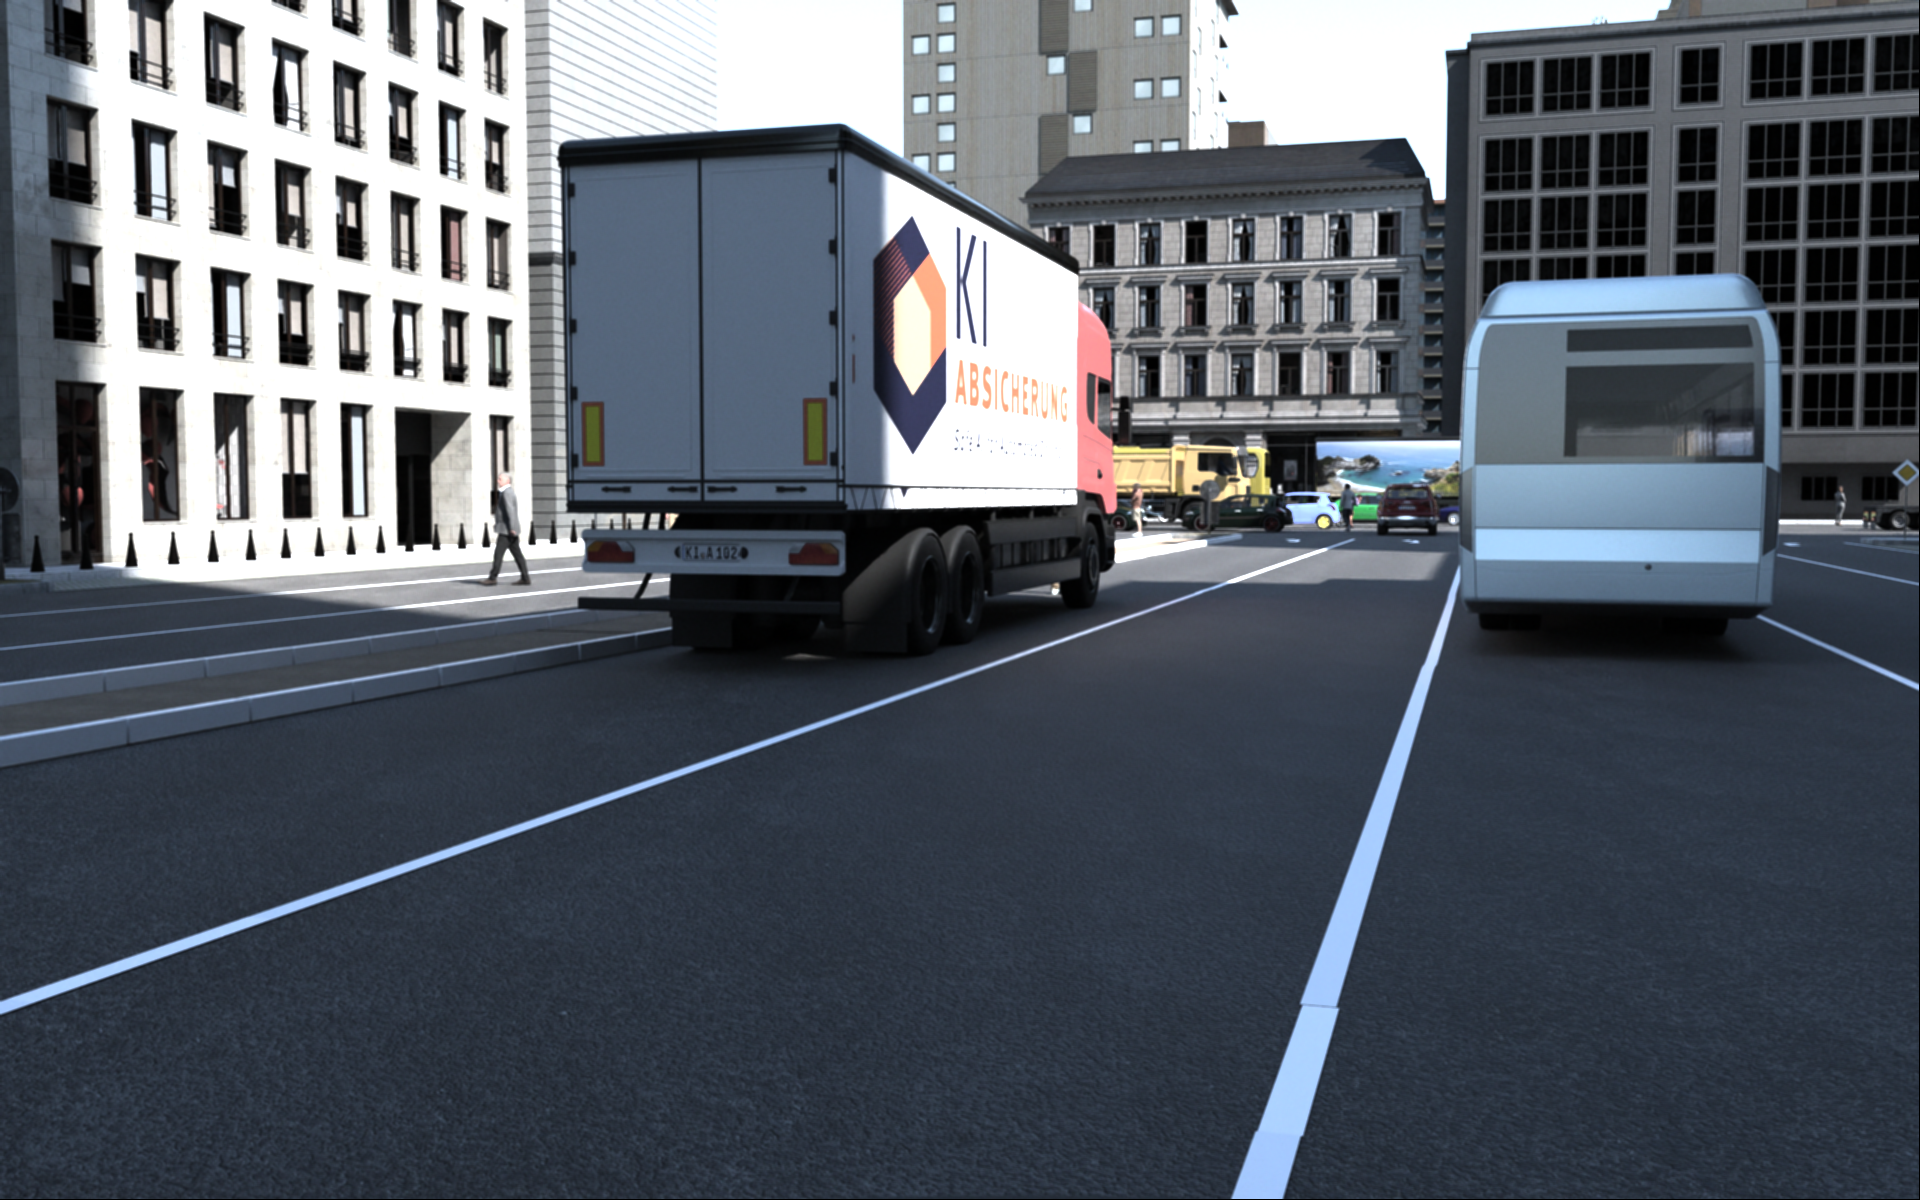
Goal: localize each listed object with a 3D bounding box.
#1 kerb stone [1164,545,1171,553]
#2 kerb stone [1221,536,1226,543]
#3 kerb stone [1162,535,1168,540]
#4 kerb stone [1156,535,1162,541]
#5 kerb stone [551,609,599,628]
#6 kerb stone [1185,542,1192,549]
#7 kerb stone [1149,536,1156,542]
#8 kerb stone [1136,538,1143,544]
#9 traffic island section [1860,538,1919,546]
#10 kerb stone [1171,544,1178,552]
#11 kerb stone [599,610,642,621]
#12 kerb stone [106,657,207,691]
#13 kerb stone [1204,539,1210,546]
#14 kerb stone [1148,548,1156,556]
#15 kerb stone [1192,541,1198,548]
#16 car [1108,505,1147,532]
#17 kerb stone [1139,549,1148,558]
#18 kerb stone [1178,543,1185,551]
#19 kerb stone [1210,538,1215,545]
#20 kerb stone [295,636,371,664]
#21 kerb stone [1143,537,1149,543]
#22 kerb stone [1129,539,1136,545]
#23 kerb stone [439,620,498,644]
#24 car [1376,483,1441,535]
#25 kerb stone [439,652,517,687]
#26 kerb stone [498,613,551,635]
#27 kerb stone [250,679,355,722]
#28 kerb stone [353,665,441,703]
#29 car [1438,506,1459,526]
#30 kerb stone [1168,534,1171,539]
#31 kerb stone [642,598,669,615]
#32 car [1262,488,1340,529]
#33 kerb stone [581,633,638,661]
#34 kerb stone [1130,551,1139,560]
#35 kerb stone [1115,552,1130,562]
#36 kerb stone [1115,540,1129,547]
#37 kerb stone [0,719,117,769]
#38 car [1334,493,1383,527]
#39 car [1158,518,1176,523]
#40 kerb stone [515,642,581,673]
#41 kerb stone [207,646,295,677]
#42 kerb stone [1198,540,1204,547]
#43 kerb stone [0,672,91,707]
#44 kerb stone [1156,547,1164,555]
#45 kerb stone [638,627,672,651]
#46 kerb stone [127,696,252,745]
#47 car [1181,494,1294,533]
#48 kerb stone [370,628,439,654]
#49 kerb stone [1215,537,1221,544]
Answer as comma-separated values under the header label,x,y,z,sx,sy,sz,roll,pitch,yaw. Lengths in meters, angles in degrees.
label,x,y,z,sx,sy,sz,roll,pitch,yaw
kerb stone,4.911,-1.207,41.937,0.120,0.150,1.000,1,4,17
kerb stone,7.601,-1.749,50.803,0.120,0.150,1.000,1,4,17
kerb stone,6.188,-1.909,53.402,0.120,0.150,1.000,1,4,17
kerb stone,5.891,-1.848,52.418,0.120,0.150,1.000,1,4,17
kerb stone,-4.264,0.203,18.892,0.120,0.150,1.000,1,4,17
kerb stone,5.802,-1.387,44.890,0.120,0.150,1.000,1,4,17
kerb stone,5.595,-1.788,51.434,0.120,0.150,1.000,1,4,17
kerb stone,4.996,-1.668,49.467,0.120,0.150,1.000,1,4,17
traffic island section,26.879,-1.649,49.239,2.009,0.180,2.903,1,4,17
kerb stone,5.202,-1.268,42.923,0.120,0.150,1.000,1,4,17
kerb stone,-3.965,0.142,19.876,0.120,0.150,1.000,1,4,17
kerb stone,-6.065,0.564,12.977,0.120,0.150,1.000,1,4,17
kerb stone,6.703,-1.557,47.846,0.120,0.150,1.000,1,4,17
kerb stone,4.305,-1.086,39.960,0.120,0.150,1.000,1,4,17
kerb stone,6.095,-1.448,45.876,0.120,0.150,1.000,1,4,17
car,5.162,-3.519,67.316,4.222,1.686,2.009,1,4,19
kerb stone,4.018,-1.021,38.965,0.120,0.150,1.000,1,4,17
kerb stone,5.504,-1.321,43.906,0.120,0.150,1.000,1,4,17
kerb stone,6.996,-1.629,48.838,0.120,0.150,1.000,1,4,17
kerb stone,-5.461,0.446,14.944,0.120,0.150,1.000,1,4,17
kerb stone,5.292,-1.722,50.452,0.120,0.150,1.000,1,4,17
kerb stone,4.700,-1.602,48.483,0.120,0.150,1.000,1,4,17
kerb stone,-4.866,0.322,16.925,0.120,0.150,1.000,1,4,17
car,15.948,-3.240,61.651,2.281,1.827,5.304,1,4,15
kerb stone,-3.753,0.542,13.337,0.120,0.150,1.000,1,4,17
kerb stone,-4.568,0.262,17.910,0.120,0.150,1.000,1,4,17
kerb stone,-4.354,0.662,11.367,0.120,0.150,1.000,1,4,17
kerb stone,-4.059,0.604,12.353,0.120,0.150,1.000,1,4,17
car,23.851,-4.070,79.120,3.894,1.354,1.945,1,4,19
kerb stone,6.491,-1.969,54.385,0.120,0.150,1.000,1,4,17
kerb stone,-3.668,0.084,20.860,0.120,0.150,1.000,1,4,17
car,13.779,-3.786,71.500,3.694,1.707,1.945,1,4,15
kerb stone,-3.157,0.421,15.305,0.120,0.150,1.000,1,4,17
kerb stone,3.708,-0.965,37.977,0.120,0.150,1.000,1,4,17
kerb stone,3.414,-0.905,36.990,0.120,0.150,1.000,1,4,17
kerb stone,4.403,-1.548,47.498,0.120,0.150,1.000,1,4,17
kerb stone,-4.946,0.783,9.397,0.120,0.150,1.000,1,4,17
car,18.064,-4.071,75.353,4.718,1.807,1.959,1,4,18
car,9.300,-4.850,88.338,4.494,1.783,2.155,1,4,17
kerb stone,-3.461,0.481,14.323,0.120,0.150,1.000,1,4,17
kerb stone,-5.758,0.504,13.958,0.120,0.150,1.000,1,4,17
kerb stone,6.398,-1.506,46.858,0.120,0.150,1.000,1,4,17
kerb stone,-6.362,0.624,11.993,0.120,0.150,1.000,1,4,17
kerb stone,4.606,-1.147,40.949,0.120,0.150,1.000,1,4,17
kerb stone,-2.859,0.363,16.291,0.120,0.150,1.000,1,4,17
kerb stone,-4.651,0.723,10.382,0.120,0.150,1.000,1,4,17
car,10.529,-3.420,65.696,4.222,1.686,2.009,1,4,17
kerb stone,-5.160,0.383,15.930,0.120,0.150,1.000,1,4,17
kerb stone,7.301,-1.690,49.820,0.120,0.150,1.000,1,4,17
